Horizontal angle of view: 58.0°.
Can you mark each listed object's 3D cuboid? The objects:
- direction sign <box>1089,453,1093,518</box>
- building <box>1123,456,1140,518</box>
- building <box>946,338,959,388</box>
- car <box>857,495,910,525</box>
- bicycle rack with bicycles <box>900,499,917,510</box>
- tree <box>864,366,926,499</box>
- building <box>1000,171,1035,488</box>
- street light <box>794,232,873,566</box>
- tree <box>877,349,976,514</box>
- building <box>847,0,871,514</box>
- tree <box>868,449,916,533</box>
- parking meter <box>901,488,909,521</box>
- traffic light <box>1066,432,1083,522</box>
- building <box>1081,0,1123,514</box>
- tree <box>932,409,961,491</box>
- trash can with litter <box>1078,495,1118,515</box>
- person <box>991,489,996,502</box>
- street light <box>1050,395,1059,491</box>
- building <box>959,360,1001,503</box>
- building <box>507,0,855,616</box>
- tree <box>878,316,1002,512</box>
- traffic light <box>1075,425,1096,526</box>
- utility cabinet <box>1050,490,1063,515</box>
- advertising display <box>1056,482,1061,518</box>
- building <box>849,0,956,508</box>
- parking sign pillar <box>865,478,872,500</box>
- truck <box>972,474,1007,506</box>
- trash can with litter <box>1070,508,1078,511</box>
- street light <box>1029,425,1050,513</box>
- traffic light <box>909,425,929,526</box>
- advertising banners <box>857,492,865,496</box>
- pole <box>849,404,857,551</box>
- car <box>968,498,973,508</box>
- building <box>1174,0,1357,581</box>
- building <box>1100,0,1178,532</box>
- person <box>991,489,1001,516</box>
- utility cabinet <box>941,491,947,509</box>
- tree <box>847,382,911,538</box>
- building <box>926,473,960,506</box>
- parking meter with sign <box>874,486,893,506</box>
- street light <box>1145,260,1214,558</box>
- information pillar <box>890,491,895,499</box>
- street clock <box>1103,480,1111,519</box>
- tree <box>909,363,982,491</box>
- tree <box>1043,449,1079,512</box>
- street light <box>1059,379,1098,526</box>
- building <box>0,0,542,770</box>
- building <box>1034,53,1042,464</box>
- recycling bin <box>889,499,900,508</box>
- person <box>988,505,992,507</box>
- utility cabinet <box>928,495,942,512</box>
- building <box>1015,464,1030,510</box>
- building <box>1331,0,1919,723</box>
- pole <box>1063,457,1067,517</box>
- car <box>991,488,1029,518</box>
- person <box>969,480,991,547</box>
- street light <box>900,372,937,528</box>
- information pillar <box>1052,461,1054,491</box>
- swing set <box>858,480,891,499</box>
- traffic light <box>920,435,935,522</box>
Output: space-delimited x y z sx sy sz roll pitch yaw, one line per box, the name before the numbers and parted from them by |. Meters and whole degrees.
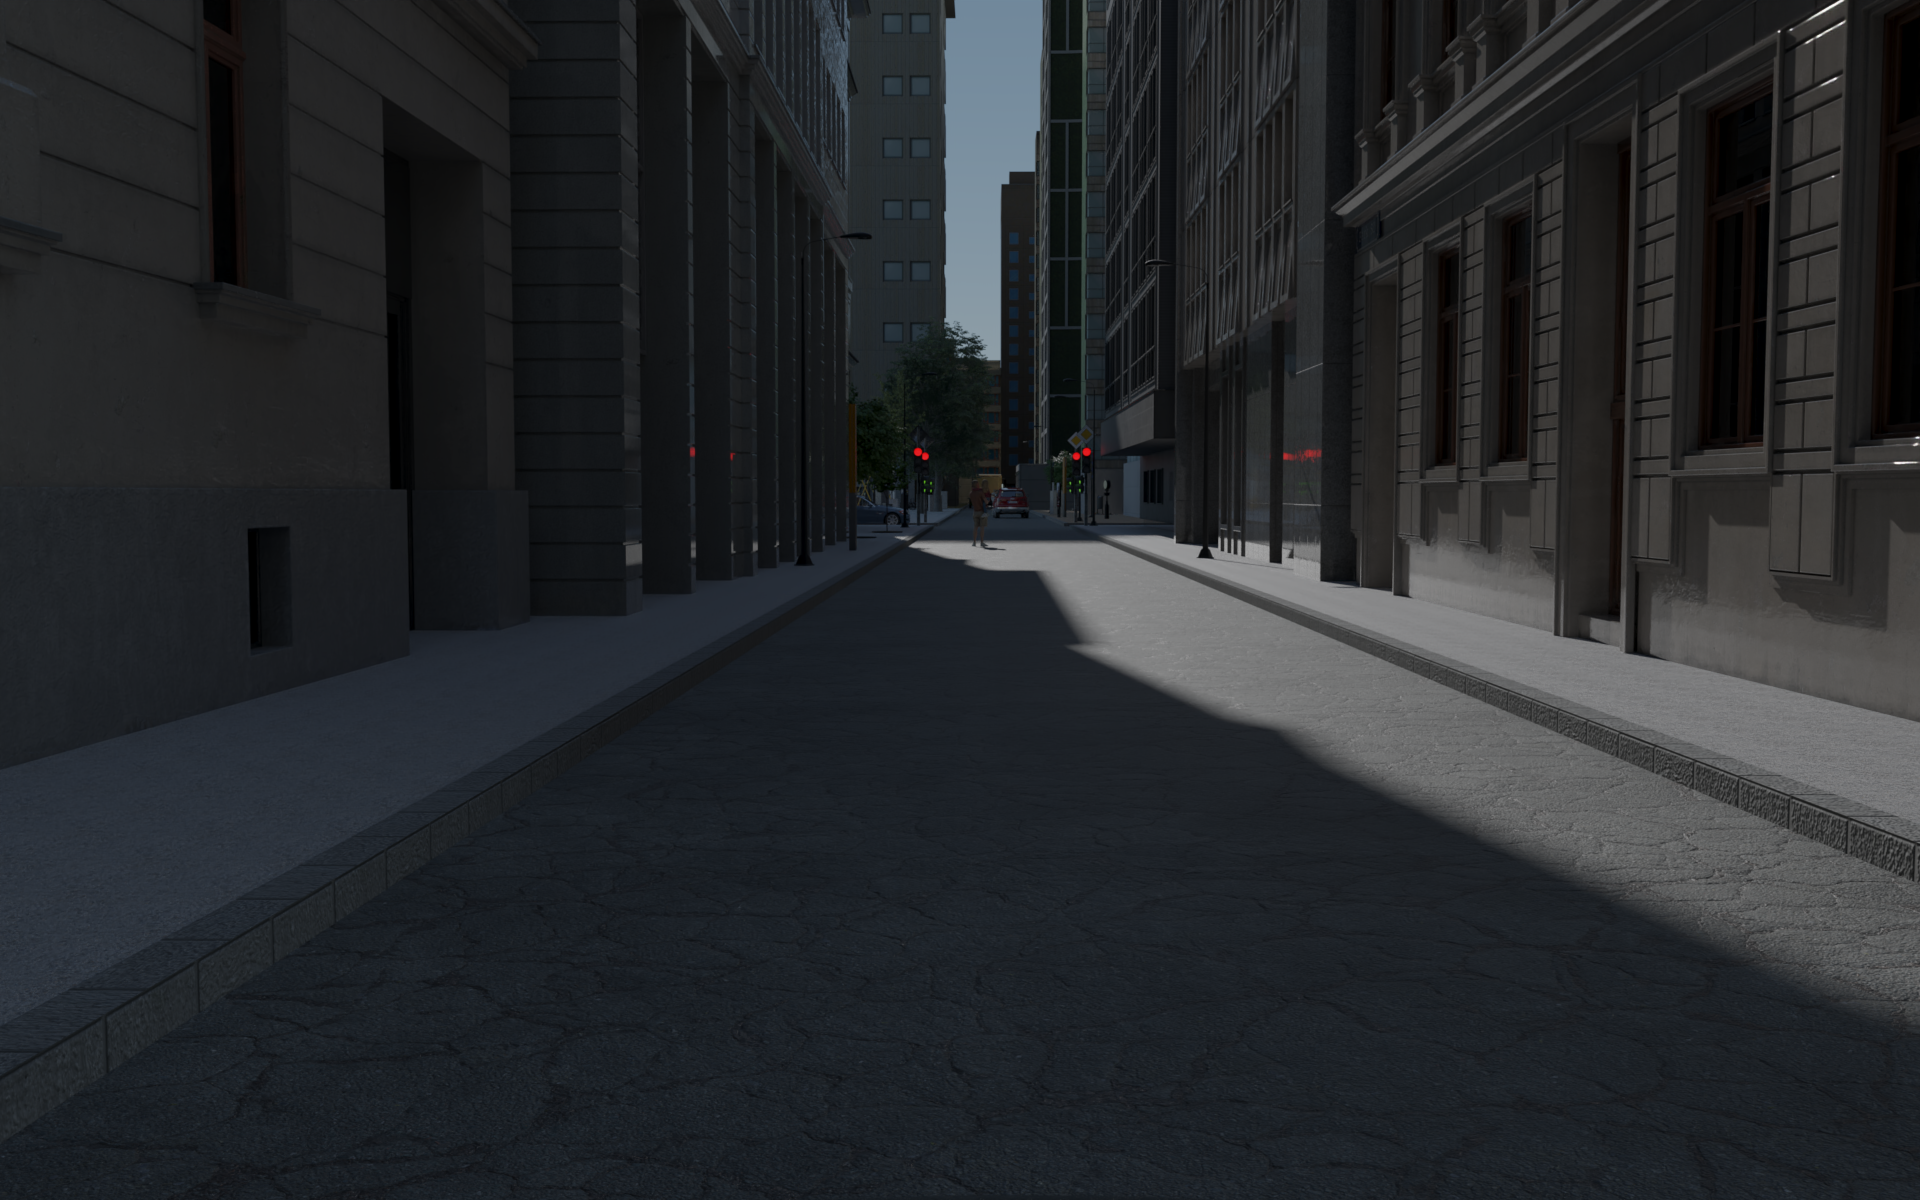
direction sign | 7.213 -6.289 94.820 0.379 3.537 0.876 0 4 -3
building | 21.912 -30.570 89.059 27.495 52.752 28.713 0 4 1
building | -15.118 -22.688 215.993 28.899 21.520 27.650 0 4 1
car | -4.382 -3.836 74.724 4.499 1.417 2.014 0 3 0
bicycle rack with bicycles | -4.174 -7.583 137.365 2.925 0.926 2.852 1 4 9
tree | -3.982 -9.172 100.332 4.737 8.622 4.395 0 3 0
building | 12.808 -36.270 243.122 14.200 45.320 14.600 0 4 1
street light | -2.254 -3.569 30.889 1.470 5.913 1.316 0 4 1
tree | -2.699 -10.885 112.377 8.767 10.594 7.601 3 4 37
building | -18.746 -14.032 62.704 30.059 22.955 16.112 0 4 1
tree | -2.514 -3.839 57.376 1.663 3.219 1.824 0 3 0
parking meter | -2.688 -4.792 84.067 0.255 1.863 0.399 -2 4 -30
traffic light | 5.215 -5.456 78.129 0.839 4.253 0.868 0 4 1
building | 15.013 -26.367 114.701 14.154 41.232 14.086 0 4 1
tree | -1.415 -11.300 135.116 4.360 8.622 3.978 0 3 0
trash can with litter | 8.845 -5.886 107.289 1.678 1.210 2.233 -2 4 -35
person | 3.063 -8.861 153.259 0.514 1.842 0.818 -1 4 -16
street light | 5.096 -6.659 81.423 1.470 5.913 1.316 0 4 1
building | -8.634 -24.827 250.956 28.899 21.520 27.650 0 4 1
building | -8.658 -15.571 32.082 11.434 29.767 29.804 0 4 1
tree | -1.548 -13.385 125.500 9.857 13.997 8.962 0 3 0
traffic light | 5.091 -4.968 70.145 0.839 4.253 0.868 0 4 1
utility cabinet | 6.038 -5.998 106.753 0.318 1.500 1.173 3 5 45
advertising display | 5.420 -5.487 94.924 0.123 1.923 0.974 0 4 -5
building | -14.975 -35.309 166.533 28.713 52.752 27.495 0 4 1
parking sign pillar | -7.321 -9.183 138.612 1.447 3.967 1.447 0 4 2
truck | 2.759 -10.553 168.469 3.469 3.379 9.791 0 4 2
trash can with litter | 9.379 -7.400 132.041 2.233 1.210 1.678 2 4 27
street light | 5.631 -8.849 117.219 1.470 5.913 1.316 0 4 1
traffic light | -1.669 -4.973 70.233 0.839 4.253 0.868 0 4 1
advertising banners | -8.503 -9.152 145.815 2.074 3.025 0.090 3 5 40
pole | -2.432 -2.780 39.295 0.158 3.312 0.155 0 3 0
car | 1.841 -10.182 178.275 2.131 1.459 4.920 0 3 0
building | 11.443 -13.239 34.483 12.078 24.808 19.932 0 4 1
building | 12.549 -16.126 57.168 14.314 27.812 24.014 0 4 1
person | 2.375 -6.311 112.437 0.760 1.731 0.466 -3 5 -41
utility cabinet | -1.655 -8.368 145.501 1.173 1.500 0.318 0 4 4
tree | -3.106 -4.083 50.476 4.285 4.588 4.351 0 3 0
building | -10.389 -46.003 190.403 20.563 71.187 20.611 0 4 1
parking meter with sign | -3.602 -5.111 79.831 0.543 3.016 1.738 -2 4 -27
street light | 4.372 -3.791 34.517 1.470 5.913 1.316 0 4 1
information pillar | -4.134 -7.054 106.692 0.183 3.616 0.504 -2 4 -35
street clock | 7.565 -5.175 89.181 0.358 2.002 0.471 -1 4 -19
tree | -1.213 -14.070 148.172 7.486 12.596 7.792 0 3 0
tree | 7.739 -8.763 126.991 4.285 4.588 4.351 0 3 0
street light | 4.859 -5.949 69.800 1.470 5.913 1.316 0 4 1
building | -10.701 -13.341 5.518 14.401 28.519 23.554 0 4 1
building | 14.463 -29.335 163.217 14.154 41.232 14.086 0 4 1
recycling bin | -3.546 -4.782 90.747 0.722 1.027 0.722 0 4 6
person | 3.181 -10.863 185.978 0.709 1.838 0.599 0 4 -4
utility cabinet | -1.806 -7.070 126.748 1.020 1.237 0.306 -2 4 -28
building | 15.032 -43.012 141.497 20.563 71.187 20.611 0 4 1
building | 10.417 -10.881 14.060 11.583 22.565 21.152 0 4 1
pole | 5.800 -6.250 96.025 0.158 3.312 0.155 0 3 0
car | 3.038 -5.824 103.891 2.281 1.827 5.304 0 4 -1
person | 0.572 -2.381 47.407 0.580 1.828 0.573 -1 4 -11
street light | -1.572 -5.726 66.169 1.470 5.913 1.316 0 4 1
information pillar | 6.656 -8.095 123.708 0.183 3.616 0.504 1 4 9
swing set | -7.689 -9.398 151.271 2.862 2.851 3.119 1 4 18
traffic light | -1.546 -5.462 78.217 0.839 4.253 0.868 0 4 1
